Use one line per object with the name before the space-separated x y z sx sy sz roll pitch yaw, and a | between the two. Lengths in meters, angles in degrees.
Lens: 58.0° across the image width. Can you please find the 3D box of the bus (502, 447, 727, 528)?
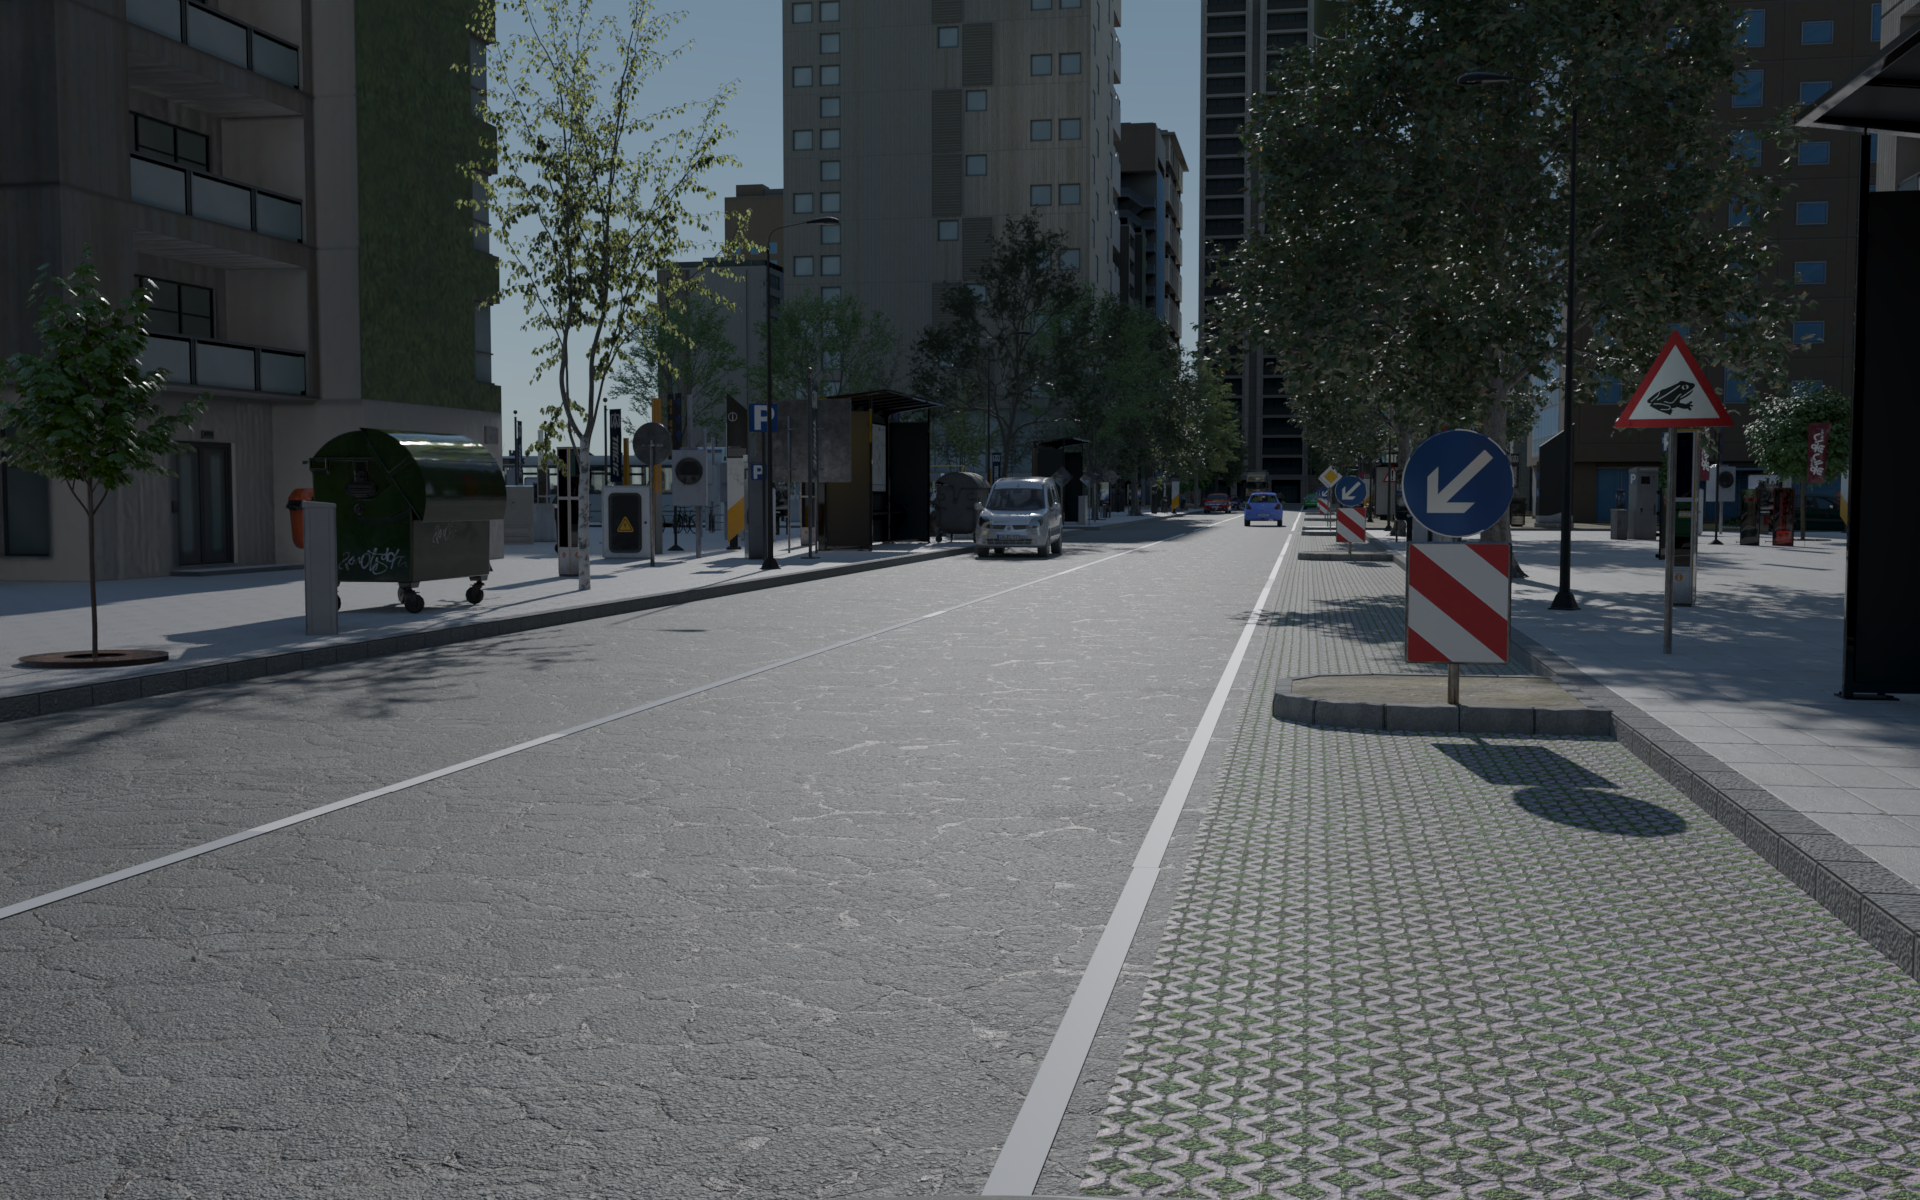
bus | -15.452 -4.607 70.188 13.247 3.499 2.948 1 4 12

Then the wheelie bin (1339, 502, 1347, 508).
wheelie bin | 28.705 -7.446 129.652 0.693 1.594 0.980 0 4 8

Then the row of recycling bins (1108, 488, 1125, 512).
row of recycling bins | 10.925 -7.191 124.690 1.069 1.692 3.534 2 4 26

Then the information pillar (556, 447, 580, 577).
information pillar | -6.054 -1.374 26.954 0.304 2.012 0.304 3 5 40

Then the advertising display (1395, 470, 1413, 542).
advertising display | 12.063 -2.498 46.050 0.974 1.923 0.123 1 4 9

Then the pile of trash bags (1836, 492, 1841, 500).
pile of trash bags | 36.005 -3.599 68.595 3.447 1.369 1.912 -2 4 -24

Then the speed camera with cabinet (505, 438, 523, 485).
speed camera with cabinet | -16.027 -4.137 61.980 0.660 3.252 2.038 -1 4 -18

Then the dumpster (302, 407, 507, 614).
dumpster | -6.192 -1.032 19.370 1.502 2.255 1.985 1 4 11

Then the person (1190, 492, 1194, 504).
person | 29.904 -13.102 223.265 0.990 1.755 0.434 -3 5 -45

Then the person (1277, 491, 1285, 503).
person | 39.137 -12.442 211.934 1.348 1.823 0.705 3 5 40

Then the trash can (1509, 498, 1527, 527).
trash can | 21.927 -3.456 68.151 0.748 1.137 0.748 0 3 0

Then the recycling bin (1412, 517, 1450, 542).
recycling bin | 11.457 -1.800 41.983 0.722 1.027 0.722 3 5 43

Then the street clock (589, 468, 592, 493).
street clock | -9.423 -2.370 43.327 0.358 2.002 0.471 1 4 21

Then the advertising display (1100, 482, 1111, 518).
advertising display | 7.738 -5.329 92.343 0.123 1.923 0.974 -2 4 -26

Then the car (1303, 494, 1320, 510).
car | 32.244 -9.113 157.799 1.959 1.807 4.718 1 4 13

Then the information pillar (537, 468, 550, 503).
information pillar | -11.958 -2.769 49.763 0.304 2.012 0.304 0 4 1

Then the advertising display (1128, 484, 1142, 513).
advertising display | 11.017 -6.368 109.326 0.974 1.923 0.123 -2 4 -28

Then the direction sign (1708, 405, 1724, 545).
direction sign | 19.182 -3.171 43.842 0.379 3.537 0.876 2 4 34

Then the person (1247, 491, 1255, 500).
person | 26.859 -9.163 158.837 1.217 1.766 0.721 3 5 41

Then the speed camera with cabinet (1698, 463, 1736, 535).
speed camera with cabinet | 23.407 -3.694 54.735 2.038 3.252 0.660 0 4 -8

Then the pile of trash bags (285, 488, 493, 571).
pile of trash bags | -9.234 -1.093 27.621 1.912 1.369 3.447 2 4 28

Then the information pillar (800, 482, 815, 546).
information pillar | -3.777 -2.353 42.957 0.304 2.012 0.304 1 4 12

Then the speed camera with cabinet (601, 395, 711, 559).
speed camera with cabinet | -6.040 -2.443 34.278 2.038 3.252 0.660 0 4 -5

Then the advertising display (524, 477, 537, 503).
advertising display | -16.040 -3.702 65.740 0.974 1.923 0.123 0 4 4

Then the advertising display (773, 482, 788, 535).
advertising display | -5.845 -3.002 54.295 0.974 1.923 0.123 -1 4 -21

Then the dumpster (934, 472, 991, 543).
dumpster | 0.062 -2.473 46.193 1.264 1.857 1.865 1 4 11

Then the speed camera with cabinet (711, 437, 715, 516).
speed camera with cabinet | -7.057 -3.527 51.997 2.038 3.252 0.660 -2 4 -28

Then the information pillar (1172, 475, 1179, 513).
information pillar | 14.268 -7.547 114.741 0.504 3.616 0.183 1 4 23

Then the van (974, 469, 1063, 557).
van | 1.424 -2.058 40.666 2.013 2.044 4.112 1 4 9

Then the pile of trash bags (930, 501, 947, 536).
pile of trash bags | -0.024 -2.703 53.943 1.912 1.369 3.447 1 4 12

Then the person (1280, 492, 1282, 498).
person | 40.274 -12.801 217.757 0.705 1.831 1.348 0 4 3

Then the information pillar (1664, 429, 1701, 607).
information pillar | 8.255 -0.936 19.792 0.304 2.012 0.304 2 4 31

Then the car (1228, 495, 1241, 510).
car | 24.604 -8.854 157.345 1.945 1.354 3.894 1 4 11

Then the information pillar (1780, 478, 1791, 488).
information pillar | 33.188 -3.986 69.668 0.304 2.012 0.304 -1 4 -18

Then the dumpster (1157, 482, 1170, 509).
dumpster | 15.690 -8.006 133.388 1.502 2.255 1.985 1 4 11

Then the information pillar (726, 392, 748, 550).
information pillar | -5.148 -2.973 39.956 0.504 3.616 0.183 0 4 -2

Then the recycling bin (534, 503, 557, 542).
recycling bin | -11.136 -2.083 46.612 0.722 1.027 0.722 0 4 4

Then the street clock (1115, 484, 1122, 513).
street clock | 11.004 -7.093 120.541 0.471 2.002 0.358 0 4 -1

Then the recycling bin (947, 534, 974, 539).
recycling bin | 0.083 -2.384 51.529 0.722 1.027 0.722 -3 4 -37

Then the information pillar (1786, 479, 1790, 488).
information pillar | 30.452 -4.422 63.662 0.183 3.616 0.504 1 4 21

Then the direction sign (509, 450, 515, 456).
direction sign | -23.038 -5.943 89.165 0.379 3.537 0.876 0 4 5

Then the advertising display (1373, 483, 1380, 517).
advertising display | 23.716 -5.668 97.889 0.974 1.923 0.123 -3 4 -37

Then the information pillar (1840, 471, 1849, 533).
information pillar | 29.133 -4.007 56.877 0.183 3.616 0.504 0 4 -7

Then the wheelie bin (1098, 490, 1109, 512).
wheelie bin | 10.104 -6.966 121.799 0.980 1.594 0.693 3 4 37

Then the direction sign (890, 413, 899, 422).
direction sign | -1.804 -3.312 46.147 0.379 3.537 0.876 -2 4 -25

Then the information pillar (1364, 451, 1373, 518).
information pillar | 22.232 -6.305 94.446 0.504 3.616 0.183 0 4 7

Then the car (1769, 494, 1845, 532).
car | 30.144 -3.110 60.638 4.222 1.686 2.009 1 4 13

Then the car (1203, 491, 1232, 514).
car | 19.167 -7.325 128.804 2.155 1.783 4.494 1 4 13

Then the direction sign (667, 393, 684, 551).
direction sign | -6.437 -2.883 39.131 0.379 3.537 0.876 -2 4 -28

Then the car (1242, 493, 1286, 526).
car | 13.735 -4.203 78.308 1.945 1.707 3.694 1 4 11

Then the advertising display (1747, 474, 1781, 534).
advertising display | 25.508 -3.045 55.007 0.974 1.923 0.123 2 4 25

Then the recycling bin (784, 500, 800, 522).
recycling bin | -7.657 -4.084 79.322 0.722 1.027 0.722 0 4 1

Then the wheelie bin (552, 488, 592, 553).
wheelie bin | -8.327 -1.792 37.207 0.693 1.594 0.980 -3 4 -37

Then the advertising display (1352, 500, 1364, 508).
advertising display | 19.854 -4.967 86.426 0.123 1.923 0.974 3 5 43

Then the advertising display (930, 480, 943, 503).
advertising display | -1.116 -4.645 81.153 0.123 1.923 0.974 -2 4 -34
